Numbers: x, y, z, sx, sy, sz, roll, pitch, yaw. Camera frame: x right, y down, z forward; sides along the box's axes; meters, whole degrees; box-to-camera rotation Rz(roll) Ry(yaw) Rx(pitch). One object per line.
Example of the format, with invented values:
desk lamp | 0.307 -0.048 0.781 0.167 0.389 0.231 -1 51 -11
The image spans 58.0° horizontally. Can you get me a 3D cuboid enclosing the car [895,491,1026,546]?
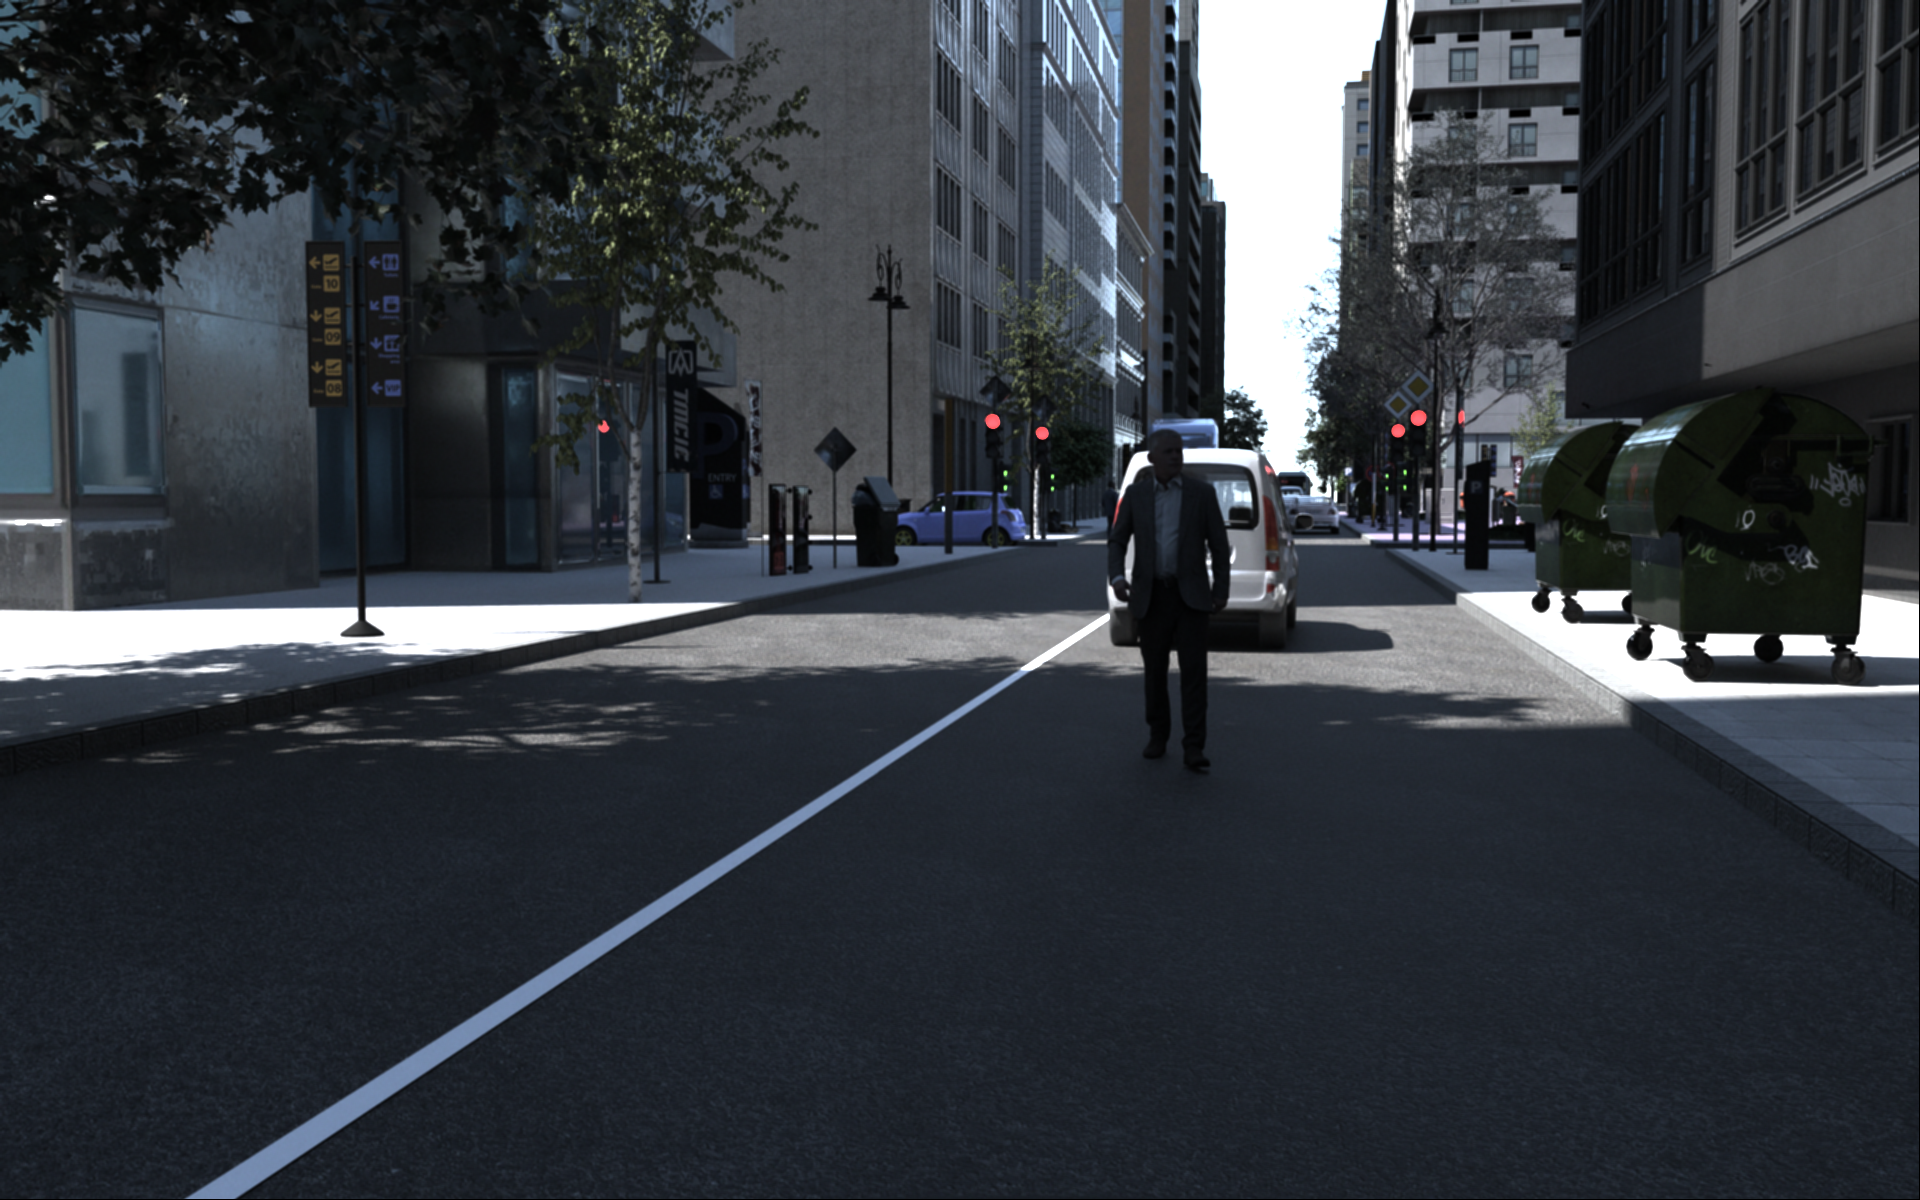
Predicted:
car | -0.181 -2.120 44.260 3.694 1.707 1.945 1 4 12

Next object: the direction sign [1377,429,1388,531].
direction sign | 14.880 -4.216 60.926 0.379 3.537 0.876 2 4 30

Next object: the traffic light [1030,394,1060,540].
traffic light | 2.370 -3.656 48.691 0.839 4.253 0.868 1 4 11

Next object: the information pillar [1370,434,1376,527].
information pillar | 16.129 -4.656 67.472 0.183 3.616 0.504 1 4 18

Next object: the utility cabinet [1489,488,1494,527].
utility cabinet | 19.555 -3.404 64.335 0.318 1.500 1.173 2 4 26

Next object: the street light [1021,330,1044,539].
street light | 2.045 -4.662 49.004 0.468 5.910 1.993 1 4 11

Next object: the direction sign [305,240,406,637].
direction sign | -5.415 -1.443 15.583 0.876 3.537 0.379 0 4 3

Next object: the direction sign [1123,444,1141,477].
direction sign | 7.713 -5.248 77.808 0.876 3.537 0.379 2 4 29

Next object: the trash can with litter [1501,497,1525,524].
trash can with litter | 19.818 -3.075 61.664 1.055 1.170 0.624 2 4 34

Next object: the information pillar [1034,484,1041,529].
information pillar | 2.722 -3.525 62.119 0.304 2.012 0.304 -1 4 -13

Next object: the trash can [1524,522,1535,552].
trash can | 12.872 -1.641 38.491 0.748 1.137 0.748 0 3 0

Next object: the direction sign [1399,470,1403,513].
direction sign | 30.139 -7.784 119.269 0.876 3.537 0.379 -1 4 -13

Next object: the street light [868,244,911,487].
street light | -1.306 -3.637 32.250 0.468 5.910 1.993 1 4 11

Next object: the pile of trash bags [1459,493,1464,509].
pile of trash bags | 30.223 -5.447 98.816 3.447 1.369 1.912 0 4 0

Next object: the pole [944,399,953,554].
pole | -0.247 -2.649 37.150 0.158 3.312 0.155 0 3 0

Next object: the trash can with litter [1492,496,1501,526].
trash can with litter | 18.545 -2.950 59.297 1.678 1.210 2.233 2 4 30

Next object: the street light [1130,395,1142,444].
street light | 8.240 -6.624 81.093 0.468 5.910 1.993 1 4 11

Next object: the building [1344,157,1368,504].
building | 54.693 -32.302 211.724 14.154 41.232 14.086 1 4 11

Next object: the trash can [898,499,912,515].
trash can | -1.712 -2.272 48.798 0.748 1.137 0.748 0 3 0

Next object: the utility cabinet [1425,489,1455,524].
utility cabinet | 20.458 -3.984 73.821 1.173 1.500 0.318 1 4 11

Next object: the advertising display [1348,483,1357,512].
advertising display | 22.117 -5.599 96.752 0.974 1.923 0.123 -1 4 -23

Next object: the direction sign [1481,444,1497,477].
direction sign | 24.155 -5.333 79.185 0.876 3.537 0.379 -2 4 -24

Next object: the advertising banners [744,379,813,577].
advertising banners | -2.858 -1.900 27.255 0.090 3.025 2.074 2 4 24

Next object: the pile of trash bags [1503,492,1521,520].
pile of trash bags | 28.638 -4.682 86.297 3.447 1.369 1.912 -1 4 -14

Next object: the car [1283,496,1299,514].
car | 14.724 -3.998 77.736 2.083 1.381 4.827 1 4 12

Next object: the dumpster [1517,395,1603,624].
dumpster | 6.614 -0.934 17.765 1.502 2.255 1.985 1 4 11

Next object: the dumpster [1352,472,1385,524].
dumpster | 17.987 -4.489 75.893 1.502 2.255 1.985 1 4 11

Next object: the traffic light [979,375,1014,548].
traffic light | 0.842 -3.176 40.853 0.839 4.253 0.868 1 4 11

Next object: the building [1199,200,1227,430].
building | 28.784 -33.786 235.993 14.154 41.232 14.086 1 4 11

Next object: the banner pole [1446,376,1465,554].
banner pole | 10.580 -2.857 36.725 0.401 3.779 0.863 0 4 5

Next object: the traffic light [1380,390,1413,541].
traffic light | 11.808 -3.545 46.874 0.839 4.253 0.868 1 4 11

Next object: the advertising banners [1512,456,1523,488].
advertising banners | 26.235 -5.071 79.096 2.074 3.025 0.090 1 4 11

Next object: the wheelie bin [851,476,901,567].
wheelie bin | -1.524 -1.397 30.752 0.693 1.594 0.980 2 4 33

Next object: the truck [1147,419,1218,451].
truck | 8.992 -4.782 67.940 2.967 4.110 18.799 1 4 9

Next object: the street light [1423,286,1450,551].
street light | 10.586 -4.026 38.607 0.468 5.910 1.993 1 4 11

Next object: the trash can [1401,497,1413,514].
trash can | 25.219 -5.268 97.791 0.748 1.137 0.748 0 3 0

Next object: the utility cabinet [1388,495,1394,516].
utility cabinet | 24.849 -5.425 99.861 0.306 1.237 1.020 0 4 8

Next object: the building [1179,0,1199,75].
building | 21.693 -47.741 218.816 20.563 71.187 20.611 1 4 11

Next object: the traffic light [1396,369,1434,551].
traffic light | 10.279 -3.065 39.036 0.839 4.253 0.868 1 4 11

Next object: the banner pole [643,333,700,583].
banner pole | -4.152 -2.133 24.896 0.863 3.779 0.401 1 4 8

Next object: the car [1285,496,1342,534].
car | 12.917 -3.120 63.370 2.083 1.381 4.827 1 4 11

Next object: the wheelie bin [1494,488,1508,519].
wheelie bin | 28.143 -5.022 90.018 0.693 1.594 0.980 0 4 1

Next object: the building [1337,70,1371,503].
building | 64.657 -43.072 246.225 21.231 58.520 28.212 1 4 11

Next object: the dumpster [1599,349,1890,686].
dumpster | 5.582 -0.608 12.427 1.502 2.255 1.985 1 4 11
